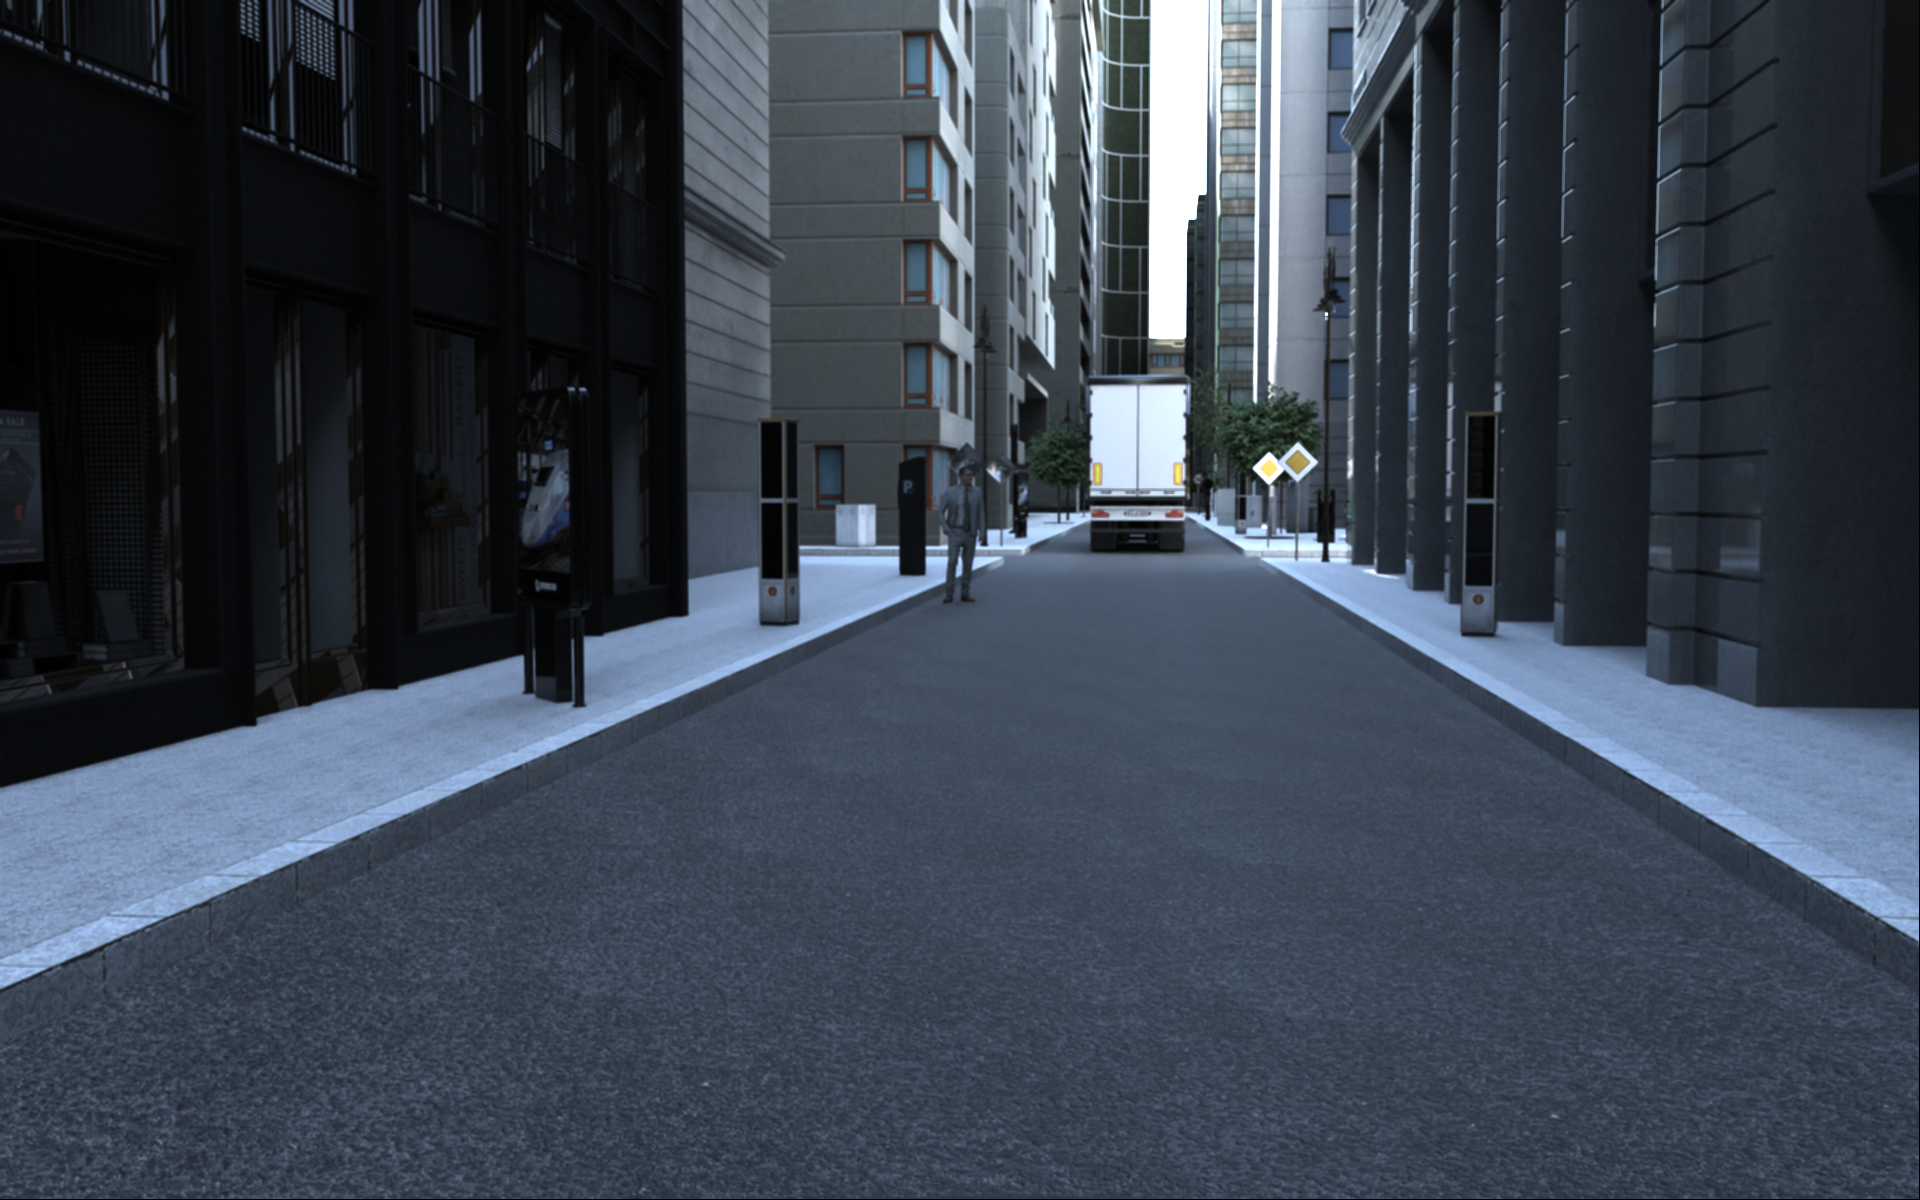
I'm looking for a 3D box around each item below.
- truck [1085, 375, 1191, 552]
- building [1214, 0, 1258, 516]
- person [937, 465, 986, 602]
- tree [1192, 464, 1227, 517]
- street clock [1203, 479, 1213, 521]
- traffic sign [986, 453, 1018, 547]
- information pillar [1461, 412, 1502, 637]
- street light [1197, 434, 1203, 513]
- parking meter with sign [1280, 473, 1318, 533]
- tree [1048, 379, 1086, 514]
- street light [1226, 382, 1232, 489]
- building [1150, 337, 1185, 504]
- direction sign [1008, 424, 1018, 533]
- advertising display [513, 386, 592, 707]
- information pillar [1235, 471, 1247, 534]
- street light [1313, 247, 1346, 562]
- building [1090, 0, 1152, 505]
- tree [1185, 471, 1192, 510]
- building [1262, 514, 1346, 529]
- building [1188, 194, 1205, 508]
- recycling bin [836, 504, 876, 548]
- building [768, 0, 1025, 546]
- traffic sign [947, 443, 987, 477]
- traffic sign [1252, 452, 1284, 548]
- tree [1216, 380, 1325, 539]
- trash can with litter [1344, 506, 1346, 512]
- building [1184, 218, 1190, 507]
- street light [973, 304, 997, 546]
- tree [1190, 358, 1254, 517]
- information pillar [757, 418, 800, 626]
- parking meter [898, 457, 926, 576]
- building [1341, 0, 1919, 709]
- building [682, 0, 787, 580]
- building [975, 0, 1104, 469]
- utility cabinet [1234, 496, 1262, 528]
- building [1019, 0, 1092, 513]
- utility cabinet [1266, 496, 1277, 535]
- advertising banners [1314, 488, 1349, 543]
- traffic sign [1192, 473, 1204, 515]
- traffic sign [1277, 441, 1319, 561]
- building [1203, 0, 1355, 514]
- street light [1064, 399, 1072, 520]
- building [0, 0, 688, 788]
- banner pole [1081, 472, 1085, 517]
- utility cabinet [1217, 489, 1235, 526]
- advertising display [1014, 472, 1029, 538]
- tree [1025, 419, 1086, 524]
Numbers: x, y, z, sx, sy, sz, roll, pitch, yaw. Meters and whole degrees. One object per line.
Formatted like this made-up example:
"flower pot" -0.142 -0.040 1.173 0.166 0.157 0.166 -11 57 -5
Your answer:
"truck" 4.783 -3.519 46.445 2.839 4.237 11.283 0 4 6
"building" 22.937 -25.919 107.369 14.154 41.232 14.086 0 4 6
"person" 0.028 -0.885 23.070 0.635 1.810 0.391 -1 4 -22
"tree" 14.334 -6.365 98.672 1.663 3.219 1.824 0 3 0
"street clock" 12.024 -4.857 83.984 0.471 2.002 0.358 0 4 -5
"traffic sign" 1.005 -2.329 41.729 0.795 2.450 0.064 0 4 6
"information pillar" 4.704 -0.681 15.634 0.304 2.012 0.304 1 4 21
"street light" 15.901 -8.681 114.726 0.468 5.910 1.993 0 4 6
"parking meter with sign" 11.111 -3.704 56.825 1.738 3.016 0.543 -3 4 -38
"tree" 7.286 -9.785 110.350 4.360 8.622 3.978 0 3 0
"street light" 11.141 -6.058 71.832 0.468 5.910 1.993 0 4 6
"building" 37.849 -22.498 212.882 28.899 21.520 27.650 0 4 6
"direction sign" 1.767 -3.946 56.517 0.379 3.537 0.876 -1 4 -11
"advertising display" -2.534 -0.338 10.748 0.123 1.923 0.974 -2 4 -34
"information pillar" 9.039 -3.132 55.698 0.304 2.012 0.304 -1 4 -9
"street light" 6.923 -3.660 32.627 0.468 5.910 1.993 0 4 6
"building" 12.771 -47.187 209.760 20.611 71.187 20.563 0 4 6
"tree" 17.972 -8.153 127.900 1.663 3.219 1.824 0 3 0
"building" 23.661 -32.626 75.441 21.231 58.520 28.212 0 4 6
"building" 29.756 -24.241 168.047 14.160 30.474 14.107 0 4 6
"recycling bin" -2.525 -1.797 41.931 0.722 1.027 0.722 2 4 34
"building" -12.665 -13.015 57.834 27.650 21.520 28.899 0 4 6
"traffic sign" 0.134 -1.844 33.792 0.795 2.450 0.064 0 4 6
"traffic sign" 7.309 -2.286 41.020 0.795 2.450 0.064 0 4 6
"tree" 9.031 -4.065 50.180 4.285 4.588 4.351 0 3 0
"trash can with litter" 10.778 -2.179 47.019 0.624 1.170 1.055 1 4 18
"building" 30.713 -25.122 182.445 14.160 30.474 14.107 0 4 6
"street light" 0.614 -4.256 42.366 0.468 5.910 1.993 0 4 6
"tree" 13.985 -8.829 94.718 4.737 8.622 4.395 0 3 0
"information pillar" -1.771 -0.762 16.943 0.304 2.012 0.304 1 4 21
"parking meter" -0.760 -1.325 27.381 0.399 1.863 0.255 2 4 34
"building" 10.928 -14.593 16.093 11.434 29.767 29.804 0 4 6
"building" -15.116 -14.621 26.445 23.554 28.519 14.401 0 4 6
"building" 0.560 -36.014 178.061 27.495 52.752 28.713 0 4 6
"utility cabinet" 11.005 -3.361 66.117 1.020 1.237 0.306 1 4 22
"building" -1.343 -30.835 127.859 21.300 48.544 21.600 0 4 6
"utility cabinet" 9.834 -2.662 54.687 0.306 1.237 1.020 0 4 8
"advertising banners" 10.296 -2.996 45.170 2.074 3.025 0.090 1 4 19
"traffic sign" 14.276 -6.334 103.671 0.768 2.556 0.104 1 4 15
"traffic sign" 6.438 -1.801 33.082 0.795 2.450 0.064 0 4 6
"building" 31.260 -36.929 145.780 21.231 58.520 28.212 0 4 6
"street light" 5.282 -6.843 84.666 0.468 5.910 1.993 0 4 6
"building" -9.845 -11.055 10.422 12.332 23.373 15.834 0 4 6
"banner pole" 6.818 -6.495 96.213 0.401 3.779 0.863 -1 4 -12
"utility cabinet" 10.822 -3.708 69.312 0.318 1.500 1.173 -3 4 -36
"advertising display" 1.791 -2.787 50.782 0.123 1.923 0.974 1 4 21
"tree" 4.433 -5.643 75.979 4.285 4.588 4.351 0 3 0
